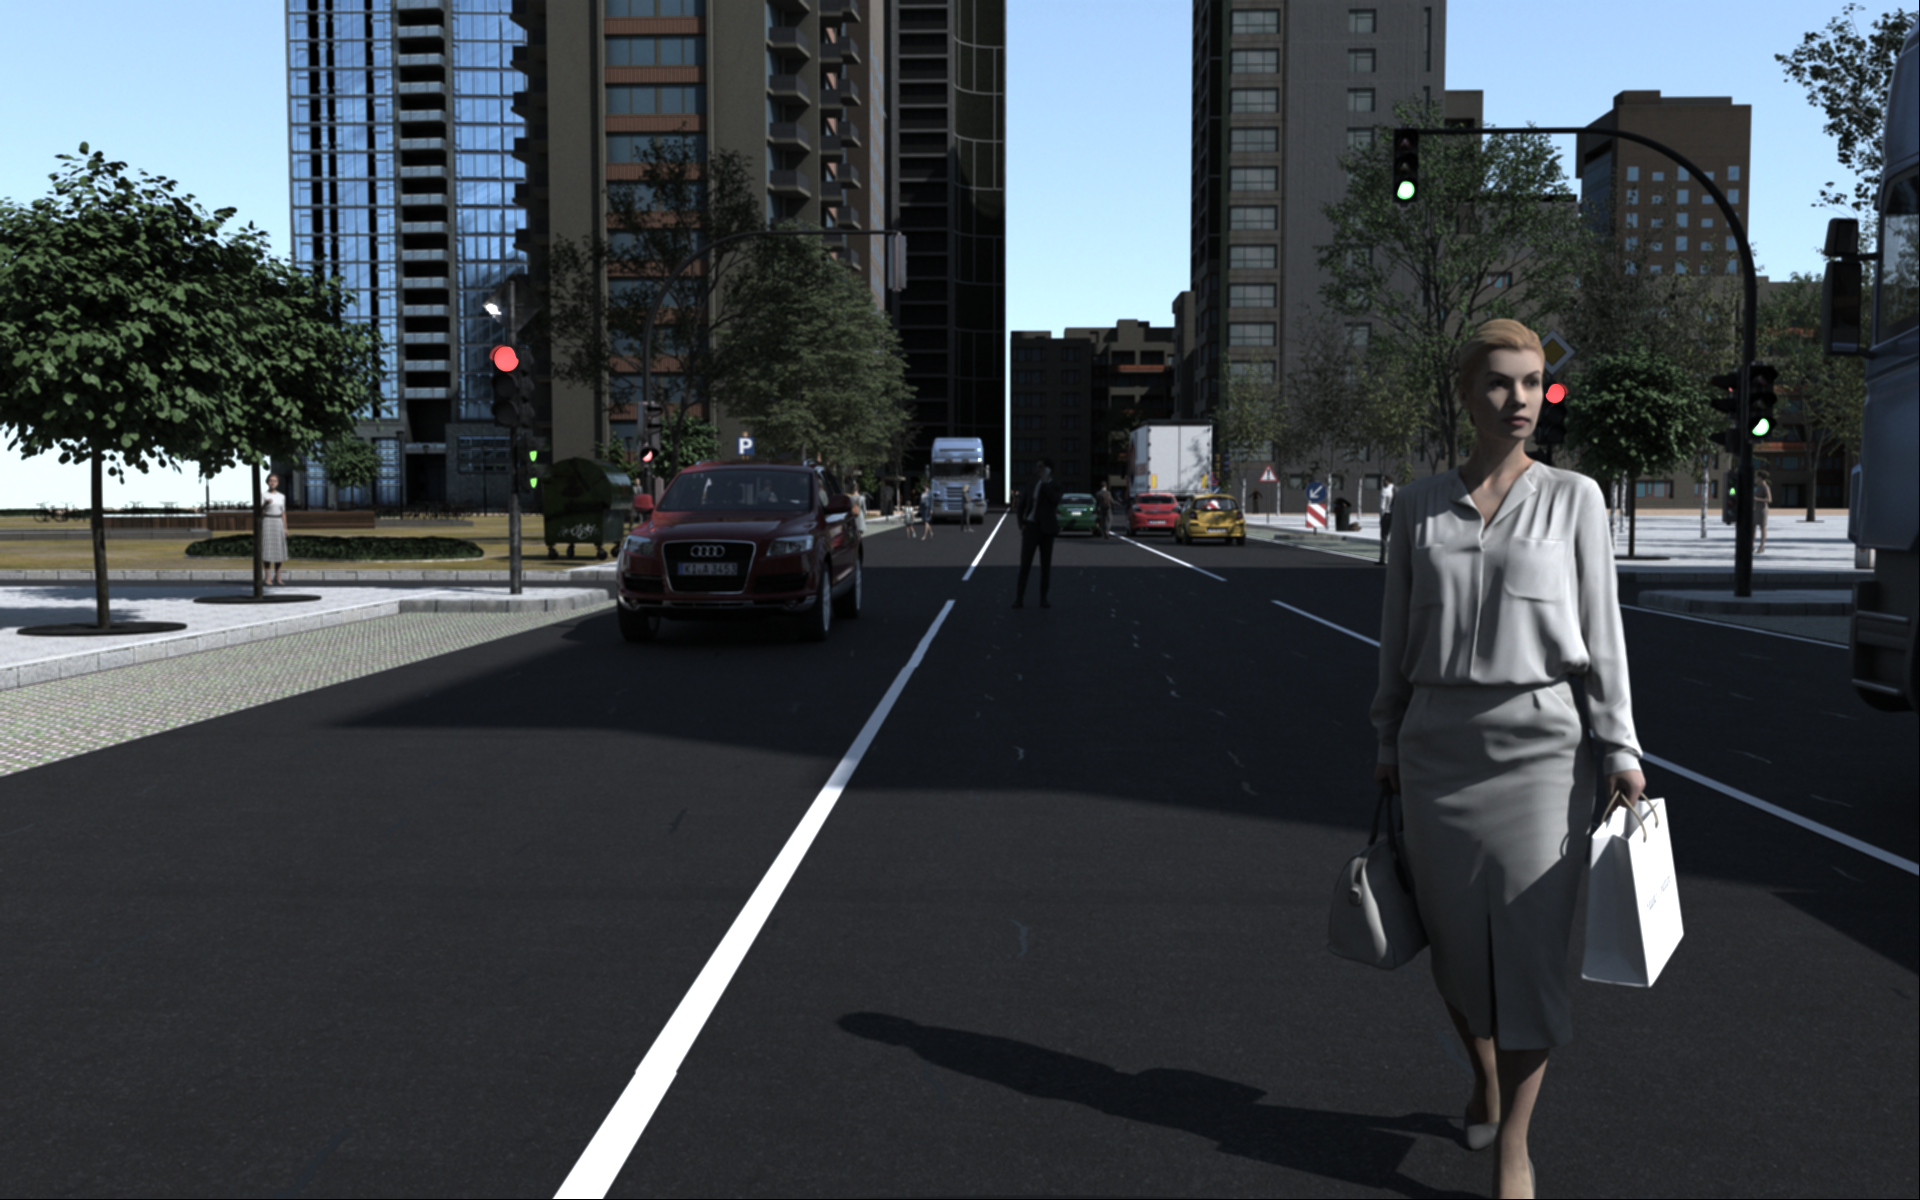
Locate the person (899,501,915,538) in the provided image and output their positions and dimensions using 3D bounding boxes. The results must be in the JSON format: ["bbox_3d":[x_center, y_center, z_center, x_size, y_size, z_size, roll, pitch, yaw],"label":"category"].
[{"bbox_3d":[-1.709,-2.618,56.325,0.505,1.210,0.382,-1,4,-8],"label":"person"}]

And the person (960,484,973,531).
[{"bbox_3d":[0.279,-3.539,66.544,0.526,1.800,0.537,0,4,-1],"label":"person"}]

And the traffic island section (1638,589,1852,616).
[{"bbox_3d":[9.816,0.035,21.707,2.009,0.180,2.903,0,4,2],"label":"traffic island section"}]

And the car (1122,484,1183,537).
[{"bbox_3d":[6.631,-3.070,59.230,2.155,1.783,4.494,0,4,3],"label":"car"}]

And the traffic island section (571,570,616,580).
[{"bbox_3d":[-5.449,-0.485,30.211,2.009,0.180,2.903,0,4,2],"label":"traffic island section"}]

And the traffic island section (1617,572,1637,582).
[{"bbox_3d":[10.083,-0.453,29.687,2.009,0.180,2.903,0,4,2],"label":"traffic island section"}]

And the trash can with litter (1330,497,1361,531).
[{"bbox_3d":[13.280,-2.946,59.555,1.055,1.170,0.624,-3,4,-36],"label":"trash can with litter"}]

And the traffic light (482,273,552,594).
[{"bbox_3d":[-5.677,-2.029,22.095,0.839,4.253,0.868,0,4,2],"label":"traffic light"}]

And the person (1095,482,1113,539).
[{"bbox_3d":[4.612,-2.867,55.332,0.622,1.834,0.822,1,4,19],"label":"person"}]

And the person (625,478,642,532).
[{"bbox_3d":[-10.600,-3.096,56.765,0.694,1.812,0.767,-2,4,-31],"label":"person"}]

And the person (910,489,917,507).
[{"bbox_3d":[-4.772,-10.298,174.376,0.705,1.831,1.348,-2,4,-29],"label":"person"}]

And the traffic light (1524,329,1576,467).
[{"bbox_3d":[10.044,-2.486,29.575,0.839,4.253,0.868,0,4,2],"label":"traffic light"}]

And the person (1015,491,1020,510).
[{"bbox_3d":[5.267,-9.041,157.119,0.742,1.727,0.445,3,5,40],"label":"person"}]

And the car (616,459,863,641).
[{"bbox_3d":[-2.228,-0.607,18.593,2.281,1.827,5.304,0,4,2],"label":"car"}]

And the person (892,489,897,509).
[{"bbox_3d":[-5.716,-8.850,151.449,0.721,1.735,1.217,2,4,29],"label":"person"}]

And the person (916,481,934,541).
[{"bbox_3d":[-1.001,-2.741,53.335,0.654,1.822,0.581,-3,4,-36],"label":"person"}]

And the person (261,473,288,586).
[{"bbox_3d":[-10.730,-1.104,27.115,0.524,1.755,0.480,3,5,39],"label":"person"}]

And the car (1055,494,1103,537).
[{"bbox_3d":[3.886,-2.869,58.706,2.131,1.459,4.920,0,4,2],"label":"car"}]

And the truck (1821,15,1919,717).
[{"bbox_3d":[5.164,-0.636,0.163,2.967,4.110,18.799,0,4,4],"label":"truck"}]

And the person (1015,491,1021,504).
[{"bbox_3d":[5.645,-9.686,167.391,0.750,1.759,0.617,0,4,3],"label":"person"}]

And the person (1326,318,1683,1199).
[{"bbox_3d":[1.136,0.325,3.539,0.694,1.780,0.624,3,5,43],"label":"person"}]

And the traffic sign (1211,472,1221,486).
[{"bbox_3d":[14.669,-6.119,100.147,0.768,2.556,0.104,1,4,9],"label":"traffic sign"}]

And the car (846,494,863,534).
[{"bbox_3d":[-4.337,-3.034,59.832,2.015,1.641,3.980,0,4,3],"label":"car"}]

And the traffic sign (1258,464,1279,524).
[{"bbox_3d":[13.397,-4.604,75.275,0.884,2.594,0.081,0,4,7],"label":"traffic sign"}]

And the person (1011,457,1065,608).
[{"bbox_3d":[0.994,-0.857,21.878,0.648,1.900,0.474,1,4,10],"label":"person"}]

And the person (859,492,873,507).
[{"bbox_3d":[-6.166,-6.354,110.712,1.217,1.735,0.721,0,4,8],"label":"person"}]

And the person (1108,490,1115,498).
[{"bbox_3d":[14.336,-9.659,166.564,1.348,1.807,0.705,-1,4,-15],"label":"person"}]

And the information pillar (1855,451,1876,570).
[{"bbox_3d":[15.487,-1.528,29.475,0.304,2.012,0.304,-2,4,-23],"label":"information pillar"}]

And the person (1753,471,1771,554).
[{"bbox_3d":[17.159,-1.888,37.247,0.374,1.781,0.599,0,4,-1],"label":"person"}]

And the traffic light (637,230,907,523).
[{"bbox_3d":[-3.316,-3.387,30.040,4.771,5.953,1.251,0,4,2],"label":"traffic light"}]

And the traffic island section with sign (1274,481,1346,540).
[{"bbox_3d":[10.921,-2.794,54.309,1.989,1.847,2.006,0,4,2],"label":"traffic island section with sign"}]

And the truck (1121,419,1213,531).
[{"bbox_3d":[8.308,-4.991,70.518,2.839,4.237,11.283,0,4,1],"label":"truck"}]

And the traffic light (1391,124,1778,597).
[{"bbox_3d":[7.682,-2.866,21.523,4.771,5.953,1.251,0,4,2],"label":"traffic light"}]

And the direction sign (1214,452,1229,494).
[{"bbox_3d":[14.108,-6.204,93.439,0.876,3.537,0.379,-1,4,-17],"label":"direction sign"}]

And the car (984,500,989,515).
[{"bbox_3d":[0.968,-6.604,119.972,2.014,1.417,4.499,0,4,0],"label":"car"}]

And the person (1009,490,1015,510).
[{"bbox_3d":[4.592,-8.725,151.703,0.434,1.755,0.990,-1,4,-22],"label":"person"}]

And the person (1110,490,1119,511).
[{"bbox_3d":[12.757,-8.420,146.181,1.348,1.822,0.705,2,4,32],"label":"person"}]

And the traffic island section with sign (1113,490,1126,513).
[{"bbox_3d":[14.417,-9.190,158.878,1.989,1.847,2.006,0,4,2],"label":"traffic island section with sign"}]

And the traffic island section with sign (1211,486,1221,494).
[{"bbox_3d":[11.851,-4.490,82.034,1.989,1.847,2.006,0,4,2],"label":"traffic island section with sign"}]

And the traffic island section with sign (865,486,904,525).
[{"bbox_3d":[-3.394,-4.471,81.730,1.989,1.847,2.006,0,4,2],"label":"traffic island section with sign"}]

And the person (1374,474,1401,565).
[{"bbox_3d":[8.658,-1.593,34.639,0.679,1.850,0.850,-2,4,-31],"label":"person"}]

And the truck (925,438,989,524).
[{"bbox_3d":[-0.120,-6.043,88.569,2.967,4.110,18.799,0,3,0],"label":"truck"}]

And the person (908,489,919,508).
[{"bbox_3d":[-4.364,-9.576,163.427,1.217,1.723,0.721,3,4,37],"label":"person"}]

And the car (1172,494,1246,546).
[{"bbox_3d":[7.135,-2.411,49.643,2.015,1.641,3.980,0,4,2],"label":"car"}]

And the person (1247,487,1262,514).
[{"bbox_3d":[19.018,-6.428,111.663,1.217,1.766,0.721,-2,4,-28],"label":"person"}]

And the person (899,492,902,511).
[{"bbox_3d":[-4.543,-7.445,131.026,0.557,1.426,1.065,-1,4,-23],"label":"person"}]

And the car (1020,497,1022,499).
[{"bbox_3d":[7.045,-10.152,175.573,1.945,1.707,3.694,0,4,1],"label":"car"}]

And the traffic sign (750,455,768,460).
[{"bbox_3d":[-6.548,-3.431,56.200,0.768,2.556,0.104,0,4,5],"label":"traffic sign"}]

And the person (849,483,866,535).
[{"bbox_3d":[-2.507,-1.961,41.567,0.512,1.701,0.522,0,4,-4],"label":"person"}]

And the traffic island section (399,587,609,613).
[{"bbox_3d":[-5.717,0.003,22.231,2.009,0.180,2.903,0,4,2],"label":"traffic island section"}]
